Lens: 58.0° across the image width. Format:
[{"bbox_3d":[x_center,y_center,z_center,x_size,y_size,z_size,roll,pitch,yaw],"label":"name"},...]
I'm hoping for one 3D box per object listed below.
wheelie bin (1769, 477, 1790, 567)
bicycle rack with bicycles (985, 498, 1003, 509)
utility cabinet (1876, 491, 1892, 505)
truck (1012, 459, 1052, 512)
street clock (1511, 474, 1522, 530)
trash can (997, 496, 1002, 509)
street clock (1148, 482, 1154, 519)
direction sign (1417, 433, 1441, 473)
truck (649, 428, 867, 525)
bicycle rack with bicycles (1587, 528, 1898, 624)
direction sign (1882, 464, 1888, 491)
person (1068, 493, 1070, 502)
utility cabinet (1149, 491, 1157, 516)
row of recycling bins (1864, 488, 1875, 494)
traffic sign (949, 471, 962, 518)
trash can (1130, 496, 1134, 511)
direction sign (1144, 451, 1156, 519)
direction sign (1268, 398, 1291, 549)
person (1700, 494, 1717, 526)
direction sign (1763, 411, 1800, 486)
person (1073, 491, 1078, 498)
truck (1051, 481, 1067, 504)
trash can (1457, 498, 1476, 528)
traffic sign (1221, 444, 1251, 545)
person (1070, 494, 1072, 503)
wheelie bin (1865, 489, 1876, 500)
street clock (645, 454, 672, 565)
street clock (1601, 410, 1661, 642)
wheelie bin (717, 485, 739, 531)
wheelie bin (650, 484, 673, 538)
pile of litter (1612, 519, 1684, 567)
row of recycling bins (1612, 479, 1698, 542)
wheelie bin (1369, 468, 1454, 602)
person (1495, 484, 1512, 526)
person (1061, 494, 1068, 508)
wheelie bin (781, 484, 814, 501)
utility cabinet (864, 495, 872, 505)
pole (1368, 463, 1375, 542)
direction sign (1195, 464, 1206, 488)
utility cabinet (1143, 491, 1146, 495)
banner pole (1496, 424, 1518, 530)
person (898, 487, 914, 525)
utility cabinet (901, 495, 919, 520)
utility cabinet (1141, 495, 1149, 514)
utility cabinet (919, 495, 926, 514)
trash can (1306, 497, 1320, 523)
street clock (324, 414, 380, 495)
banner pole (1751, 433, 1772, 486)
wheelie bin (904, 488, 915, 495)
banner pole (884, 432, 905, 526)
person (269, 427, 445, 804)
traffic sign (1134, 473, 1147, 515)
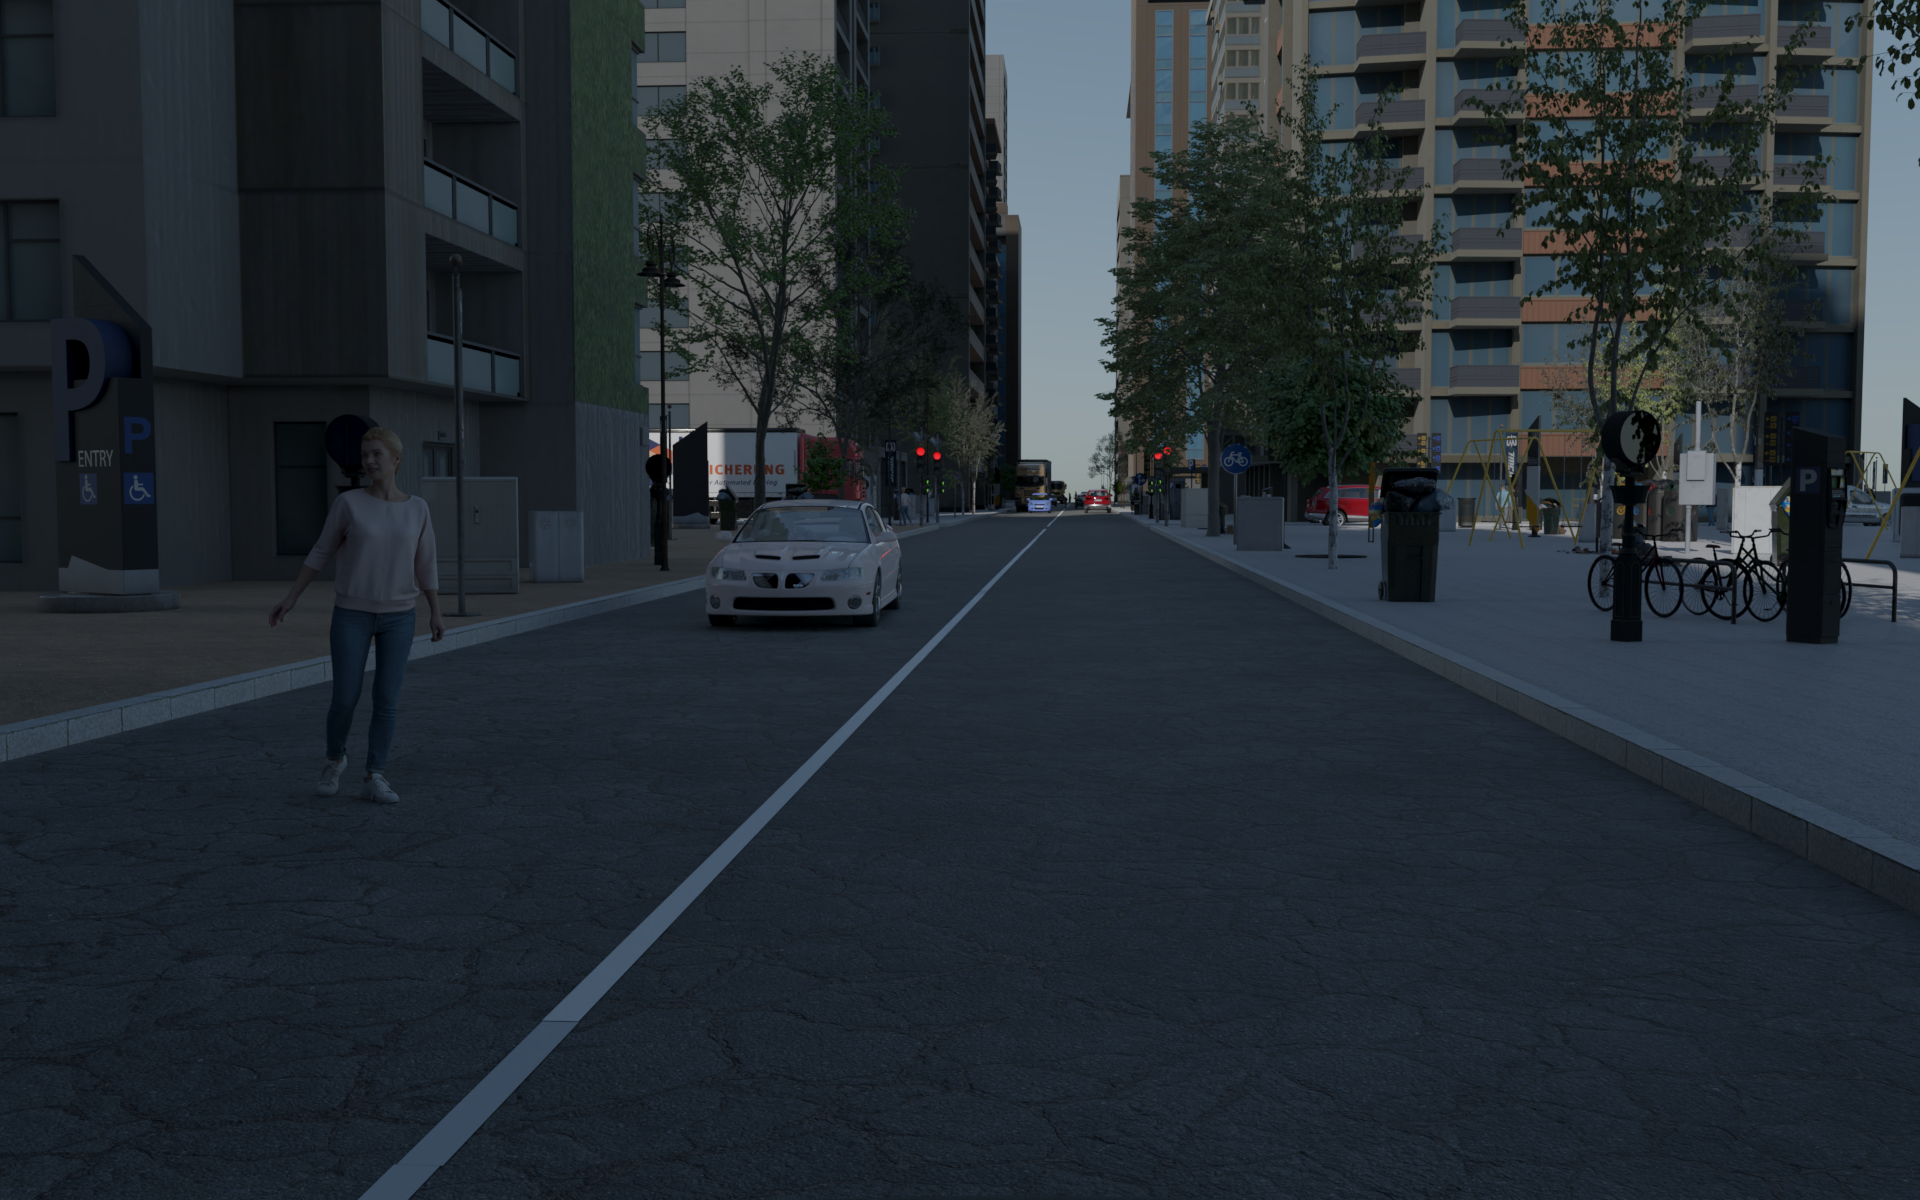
[{"bbox_3d":[14.792,-1.399,30.783,0.693,1.594,0.980,1,4,14],"label":"wheelie bin"},{"bbox_3d":[2.667,-8.220,147.786,2.852,0.926,2.925,0,4,2],"label":"bicycle rack with bicycles"},{"bbox_3d":[65.958,-7.047,123.895,1.173,1.500,0.318,3,5,42],"label":"utility cabinet"},{"bbox_3d":[6.005,-9.347,141.733,2.839,4.237,11.283,0,4,6],"label":"truck"},{"bbox_3d":[19.607,-3.457,61.095,0.358,2.002,0.471,0,4,-2],"label":"street clock"},{"bbox_3d":[3.338,-8.482,150.330,0.748,1.137,0.748,0,3,0],"label":"trash can"},{"bbox_3d":[9.925,-5.218,89.890,0.358,2.002,0.471,2,4,26],"label":"street clock"},{"bbox_3d":[17.328,-4.408,64.060,0.876,3.537,0.379,0,4,3],"label":"direction sign"},{"bbox_3d":[-9.039,-5.223,74.311,11.283,4.237,2.839,0,4,3],"label":"truck"},{"bbox_3d":[8.250,-0.276,17.889,2.852,0.926,2.925,-1,4,-8],"label":"bicycle rack with bicycles"},{"bbox_3d":[69.317,-8.429,129.811,0.876,3.537,0.379,-3,5,-40],"label":"direction sign"},{"bbox_3d":[18.994,-17.783,300.046,0.445,1.727,0.742,0,4,3],"label":"person"},{"bbox_3d":[11.367,-5.685,101.635,0.318,1.500,1.173,0,4,-8],"label":"utility cabinet"},{"bbox_3d":[62.855,-7.087,122.984,3.534,1.692,1.069,2,4,25],"label":"row of recycling bins"},{"bbox_3d":[-0.278,-5.783,94.661,0.768,2.556,0.104,0,4,5],"label":"traffic sign"},{"bbox_3d":[13.297,-7.362,132.018,0.748,1.137,0.748,0,3,0],"label":"trash can"},{"bbox_3d":[10.034,-6.030,90.579,0.876,3.537,0.379,-1,4,-10],"label":"direction sign"},{"bbox_3d":[7.574,-2.968,40.529,0.379,3.537,0.876,-3,5,-43],"label":"direction sign"},{"bbox_3d":[31.344,-3.883,72.335,0.721,1.781,0.623,3,4,36],"label":"person"},{"bbox_3d":[22.584,-3.406,47.685,0.876,3.537,0.379,2,4,28],"label":"direction sign"},{"bbox_3d":[15.894,-14.045,238.151,0.705,1.822,1.348,-2,4,-23],"label":"person"},{"bbox_3d":[13.863,-15.622,251.341,3.469,3.379,9.791,0,4,5],"label":"truck"},{"bbox_3d":[19.207,-3.304,65.679,0.748,1.137,0.748,0,3,0],"label":"trash can"},{"bbox_3d":[6.984,-2.679,43.907,0.768,2.556,0.104,0,4,8],"label":"traffic sign"},{"bbox_3d":[17.237,-15.740,269.070,0.599,1.433,0.991,-1,4,-10],"label":"person"},{"bbox_3d":[57.769,-6.250,110.092,0.693,1.594,0.980,1,4,9],"label":"wheelie bin"},{"bbox_3d":[-5.427,-1.631,31.230,0.471,2.002,0.358,-1,4,-12],"label":"street clock"},{"bbox_3d":[5.814,-0.641,15.054,0.471,2.002,0.358,-2,4,-23],"label":"street clock"},{"bbox_3d":[-8.180,-3.246,60.983,0.693,1.594,0.980,0,4,2],"label":"wheelie bin"},{"bbox_3d":[-8.663,-2.566,49.865,0.693,1.594,0.980,1,4,22],"label":"wheelie bin"},{"bbox_3d":[12.351,-1.062,31.329,1.176,0.858,1.719,0,4,-6],"label":"pile of litter"},{"bbox_3d":[19.300,-2.506,48.080,1.069,1.692,3.534,0,4,-8],"label":"row of recycling bins"},{"bbox_3d":[5.413,-0.784,20.731,0.980,1.594,0.693,0,4,4],"label":"wheelie bin"},{"bbox_3d":[22.868,-3.953,72.999,0.638,1.841,0.748,3,5,39],"label":"person"},{"bbox_3d":[10.481,-9.896,173.530,0.697,1.427,0.421,-1,4,-21],"label":"person"},{"bbox_3d":[-4.890,-2.702,52.093,0.980,1.594,0.693,0,4,-2],"label":"wheelie bin"},{"bbox_3d":[-4.937,-4.663,87.395,1.020,1.237,0.306,-3,4,-37],"label":"utility cabinet"},{"bbox_3d":[10.910,-3.182,45.863,0.158,3.312,0.155,0,3,0],"label":"pole"},{"bbox_3d":[18.325,-8.553,131.830,0.876,3.537,0.379,2,4,29],"label":"direction sign"},{"bbox_3d":[12.651,-6.853,120.722,0.318,1.500,1.173,-3,5,-39],"label":"utility cabinet"},{"bbox_3d":[19.549,-4.397,61.905,0.863,3.779,0.401,3,5,44],"label":"banner pole"},{"bbox_3d":[-2.262,-4.014,74.809,0.598,1.740,0.731,3,5,41],"label":"person"},{"bbox_3d":[-2.619,-4.613,86.584,0.306,1.237,1.020,-3,4,-37],"label":"utility cabinet"},{"bbox_3d":[11.547,-5.982,108.973,1.020,1.237,0.306,-2,4,-28],"label":"utility cabinet"},{"bbox_3d":[-2.733,-6.186,112.298,1.020,1.237,0.306,0,4,-3],"label":"utility cabinet"},{"bbox_3d":[15.616,-3.948,76.195,0.748,1.137,0.748,0,3,0],"label":"trash can"},{"bbox_3d":[-5.522,-0.689,15.837,0.471,2.002,0.358,1,4,9],"label":"street clock"},{"bbox_3d":[28.791,-4.405,62.036,0.863,3.779,0.401,0,4,6],"label":"banner pole"},{"bbox_3d":[-2.868,-5.396,96.125,0.980,1.594,0.693,2,4,30],"label":"wheelie bin"},{"bbox_3d":[-2.642,-4.896,70.059,0.863,3.779,0.401,0,4,3],"label":"banner pole"},{"bbox_3d":[-2.856,0.065,8.109,0.731,1.740,0.598,-3,4,-38],"label":"person"},{"bbox_3d":[10.830,-6.358,104.058,0.768,2.556,0.104,0,4,4],"label":"traffic sign"}]
